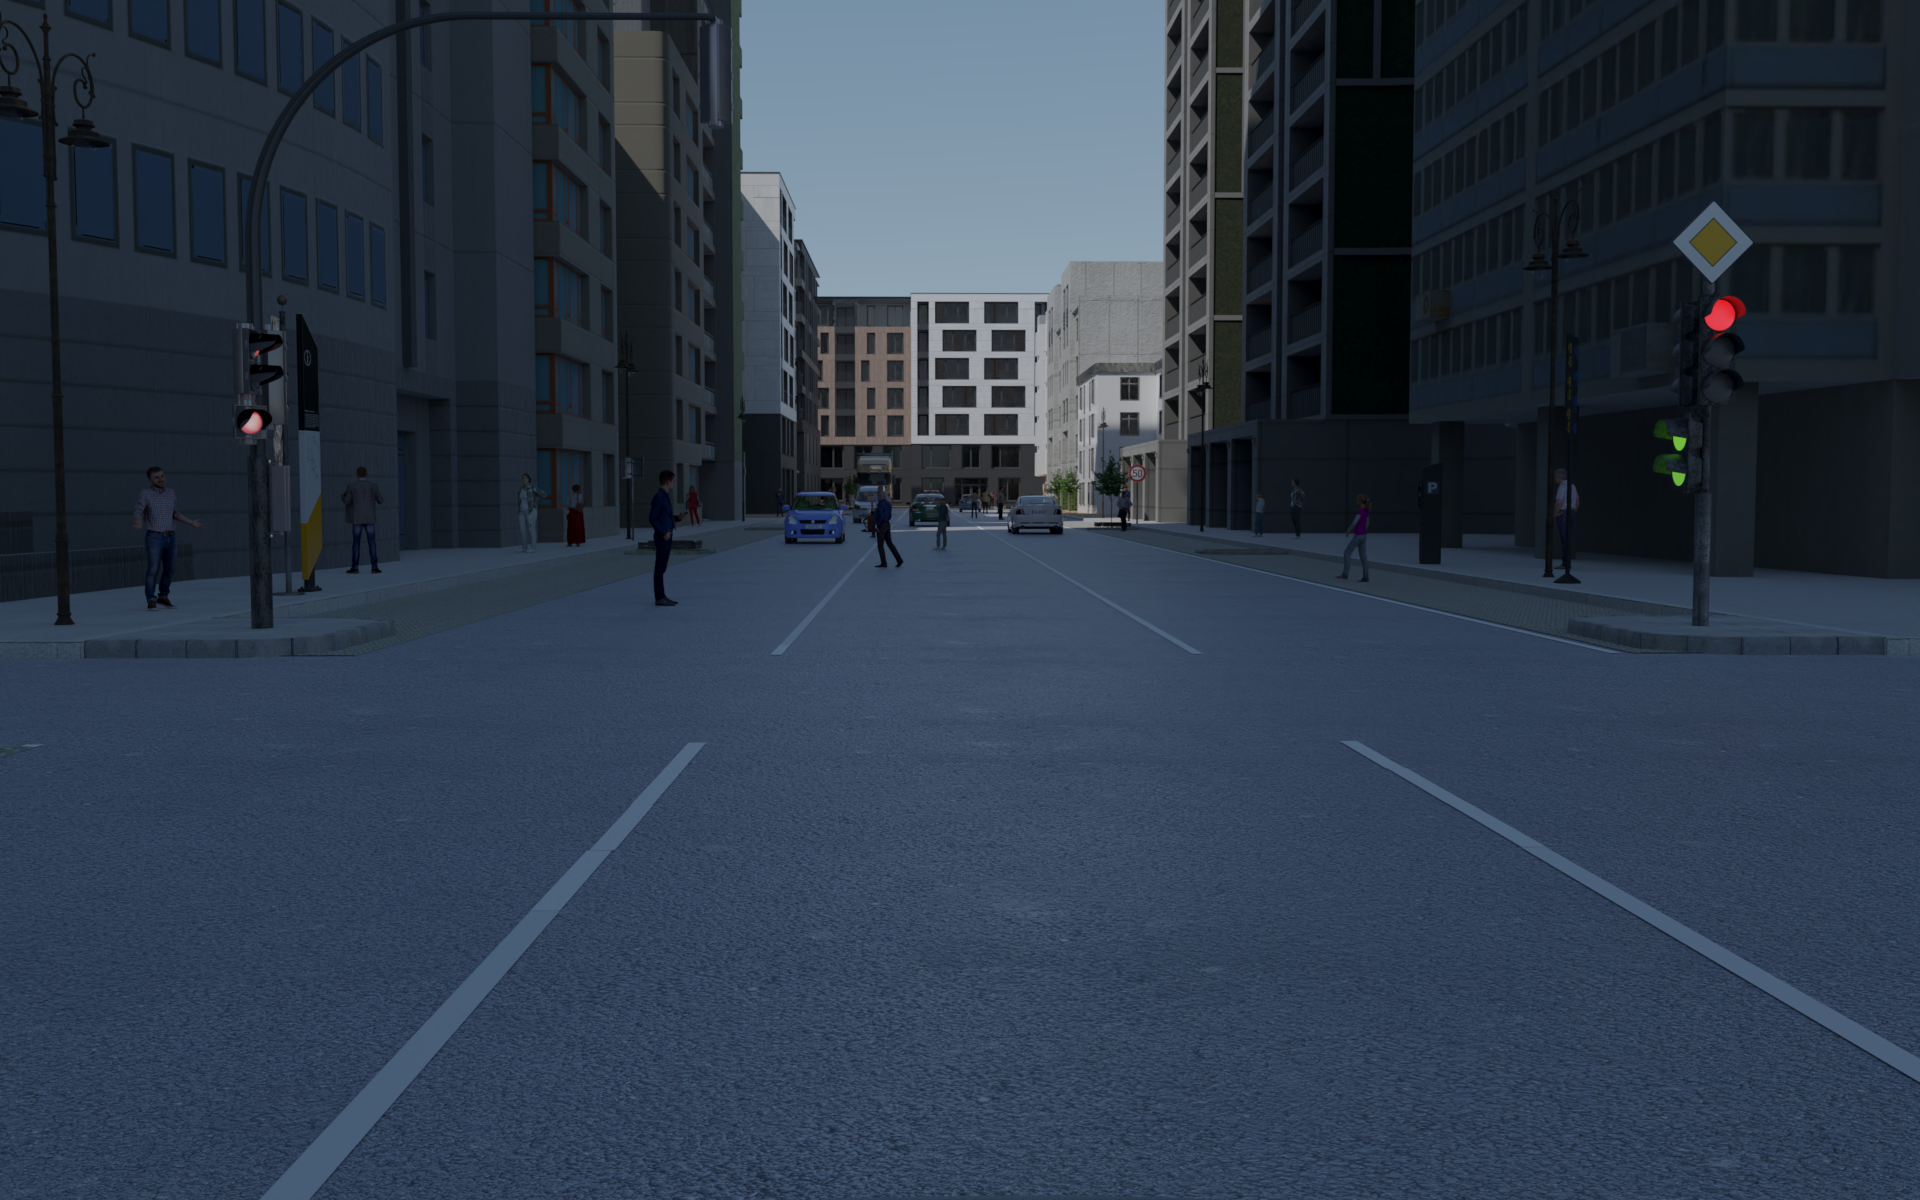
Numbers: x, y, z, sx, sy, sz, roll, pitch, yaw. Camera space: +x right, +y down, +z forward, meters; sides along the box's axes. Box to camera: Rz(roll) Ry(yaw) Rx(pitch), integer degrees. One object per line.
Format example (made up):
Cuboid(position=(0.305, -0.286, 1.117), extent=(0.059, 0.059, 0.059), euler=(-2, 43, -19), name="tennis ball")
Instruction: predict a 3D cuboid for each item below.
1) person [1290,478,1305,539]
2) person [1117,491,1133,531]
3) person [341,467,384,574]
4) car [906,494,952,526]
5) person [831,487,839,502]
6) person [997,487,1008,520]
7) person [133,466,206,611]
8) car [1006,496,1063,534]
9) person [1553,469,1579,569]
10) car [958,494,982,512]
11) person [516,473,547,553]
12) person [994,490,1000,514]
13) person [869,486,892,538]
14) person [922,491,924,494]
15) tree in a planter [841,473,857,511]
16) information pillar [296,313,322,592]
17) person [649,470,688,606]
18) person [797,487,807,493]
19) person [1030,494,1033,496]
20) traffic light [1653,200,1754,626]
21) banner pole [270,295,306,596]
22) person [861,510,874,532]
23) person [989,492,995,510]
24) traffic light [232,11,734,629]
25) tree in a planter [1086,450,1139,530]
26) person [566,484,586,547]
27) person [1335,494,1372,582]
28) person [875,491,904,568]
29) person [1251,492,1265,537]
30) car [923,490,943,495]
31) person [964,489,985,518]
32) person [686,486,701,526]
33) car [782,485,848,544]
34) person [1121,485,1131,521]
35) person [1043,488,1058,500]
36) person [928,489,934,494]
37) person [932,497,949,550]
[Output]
Cuboid(position=(9.622, -2.611, 49.450), extent=(0.376, 1.734, 0.841), euler=(0, 4, 6), name="person")
Cuboid(position=(6.292, -3.393, 66.183), extent=(0.614, 1.554, 0.590), euler=(2, 4, 24), name="person")
Cuboid(position=(-9.656, -1.293, 27.997), extent=(0.655, 1.722, 0.431), euler=(-1, 4, -22), name="person")
Cuboid(position=(-1.391, -4.062, 78.212), extent=(2.131, 1.459, 4.920), euler=(0, 4, -2), name="car")
Cuboid(position=(-5.407, -4.030, 74.935), extent=(0.434, 1.755, 0.990), euler=(0, 4, 7), name="person")
Cuboid(position=(2.321, -5.387, 96.583), extent=(0.705, 1.823, 1.348), euler=(1, 4, 23), name="person")
Cuboid(position=(-8.846, -0.682, 19.153), extent=(0.435, 1.587, 0.963), euler=(1, 4, 20), name="person")
Cuboid(position=(2.735, -3.114, 63.270), extent=(2.083, 1.381, 4.827), euler=(0, 4, -1), name="car")
Cuboid(position=(10.274, -1.381, 29.559), extent=(0.756, 1.711, 0.436), euler=(-3, 4, -37), name="person")
Cuboid(position=(0.815, -7.695, 137.809), extent=(2.014, 1.417, 4.499), euler=(0, 4, 1), name="car")
Cuboid(position=(-9.446, -1.905, 37.911), extent=(0.841, 1.734, 0.376), euler=(3, 4, 37), name="person")
Cuboid(position=(2.698, -7.107, 125.422), extent=(0.721, 1.743, 1.217), euler=(1, 4, 16), name="person")
Cuboid(position=(-2.655, -2.907, 56.963), extent=(0.756, 1.711, 0.436), euler=(2, 4, 33), name="person")
Cuboid(position=(-3.262, -8.857, 153.998), extent=(1.217, 1.739, 0.721), euler=(-1, 4, -20), name="person")
Cuboid(position=(-9.204, -9.051, 145.207), extent=(1.991, 3.239, 1.994), euler=(0, 4, -1), name="tree in a planter")
Cuboid(position=(-8.555, -1.921, 22.769), extent=(0.183, 3.616, 0.504), euler=(0, 4, 3), name="information pillar")
Cuboid(position=(-3.754, -0.801, 22.296), extent=(0.504, 1.737, 0.576), euler=(-1, 4, -11), name="person")
Cuboid(position=(-6.771, -4.010, 74.862), extent=(0.742, 1.727, 0.445), euler=(3, 4, 39), name="person")
Cuboid(position=(4.432, -5.806, 106.692), extent=(0.557, 1.426, 1.065), euler=(0, 4, 8), name="person")
Cuboid(position=(7.189, -1.702, 16.750), extent=(0.839, 4.253, 0.868), euler=(0, 4, -1), name="traffic light")
Cuboid(position=(-8.494, -1.936, 21.673), extent=(0.401, 3.779, 0.863), euler=(-1, 4, -9), name="banner pole")
Cuboid(position=(-3.319, -2.976, 65.440), extent=(0.859, 0.850, 0.655), euler=(2, 4, 27), name="person")
Cuboid(position=(2.849, -8.964, 156.533), extent=(0.593, 1.643, 0.415), euler=(-2, 4, -29), name="person")
Cuboid(position=(-4.559, -2.559, 16.510), extent=(4.771, 5.953, 1.251), euler=(0, 4, -1), name="traffic light")
Cuboid(position=(6.063, -4.404, 69.234), extent=(1.991, 3.239, 1.994), euler=(0, 4, -1), name="tree in a planter")
Cuboid(position=(-9.382, -2.062, 42.217), extent=(0.523, 1.526, 0.387), euler=(1, 4, 15), name="person")
Cuboid(position=(6.325, -0.995, 28.001), extent=(0.776, 1.435, 0.726), euler=(2, 4, 31), name="person")
Cuboid(position=(-1.491, -1.389, 33.906), extent=(0.574, 1.496, 0.600), euler=(-3, 4, -37), name="person")
Cuboid(position=(8.887, -2.548, 51.619), extent=(0.340, 1.345, 0.435), euler=(2, 4, 24), name="person")
Cuboid(position=(-2.676, -9.099, 157.434), extent=(2.281, 1.827, 5.304), euler=(0, 4, -3), name="car")
Cuboid(position=(0.850, -5.672, 101.944), extent=(1.217, 1.736, 0.721), euler=(0, 4, 6), name="person")
Cuboid(position=(-10.567, -3.724, 68.627), extent=(0.593, 1.614, 0.444), euler=(0, 4, 2), name="person")
Cuboid(position=(-4.260, -2.539, 51.106), extent=(1.945, 1.707, 3.694), euler=(0, 4, -2), name="car")
Cuboid(position=(7.754, -4.573, 81.508), extent=(0.576, 1.737, 0.504), euler=(2, 4, 29), name="person")
Cuboid(position=(4.545, -4.813, 87.920), extent=(0.841, 1.734, 0.376), euler=(0, 4, 6), name="person")
Cuboid(position=(-2.002, -6.771, 119.304), extent=(1.348, 1.812, 0.705), euler=(1, 4, 13), name="person")
Cuboid(position=(-0.497, -1.960, 44.457), extent=(0.340, 1.345, 0.435), euler=(1, 4, 21), name="person")
